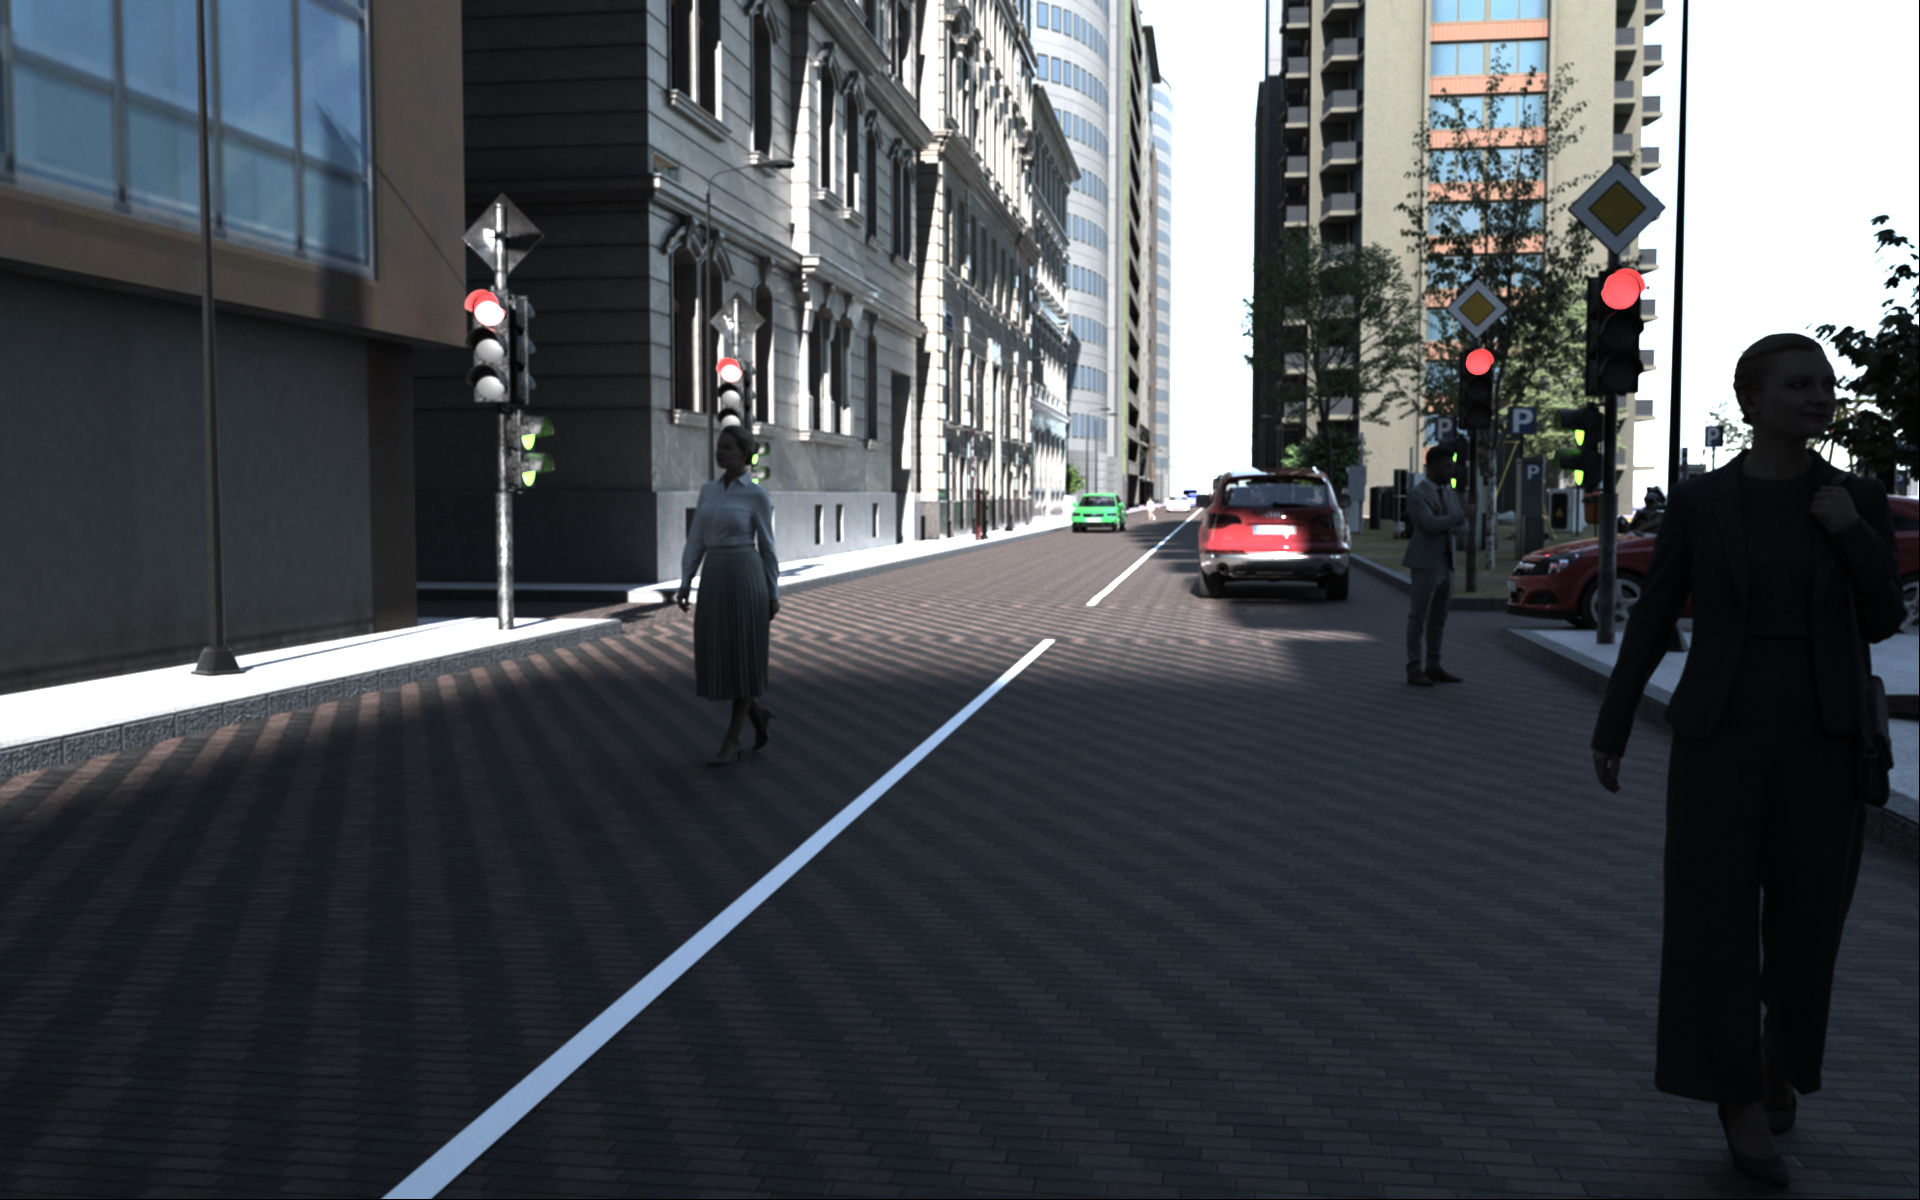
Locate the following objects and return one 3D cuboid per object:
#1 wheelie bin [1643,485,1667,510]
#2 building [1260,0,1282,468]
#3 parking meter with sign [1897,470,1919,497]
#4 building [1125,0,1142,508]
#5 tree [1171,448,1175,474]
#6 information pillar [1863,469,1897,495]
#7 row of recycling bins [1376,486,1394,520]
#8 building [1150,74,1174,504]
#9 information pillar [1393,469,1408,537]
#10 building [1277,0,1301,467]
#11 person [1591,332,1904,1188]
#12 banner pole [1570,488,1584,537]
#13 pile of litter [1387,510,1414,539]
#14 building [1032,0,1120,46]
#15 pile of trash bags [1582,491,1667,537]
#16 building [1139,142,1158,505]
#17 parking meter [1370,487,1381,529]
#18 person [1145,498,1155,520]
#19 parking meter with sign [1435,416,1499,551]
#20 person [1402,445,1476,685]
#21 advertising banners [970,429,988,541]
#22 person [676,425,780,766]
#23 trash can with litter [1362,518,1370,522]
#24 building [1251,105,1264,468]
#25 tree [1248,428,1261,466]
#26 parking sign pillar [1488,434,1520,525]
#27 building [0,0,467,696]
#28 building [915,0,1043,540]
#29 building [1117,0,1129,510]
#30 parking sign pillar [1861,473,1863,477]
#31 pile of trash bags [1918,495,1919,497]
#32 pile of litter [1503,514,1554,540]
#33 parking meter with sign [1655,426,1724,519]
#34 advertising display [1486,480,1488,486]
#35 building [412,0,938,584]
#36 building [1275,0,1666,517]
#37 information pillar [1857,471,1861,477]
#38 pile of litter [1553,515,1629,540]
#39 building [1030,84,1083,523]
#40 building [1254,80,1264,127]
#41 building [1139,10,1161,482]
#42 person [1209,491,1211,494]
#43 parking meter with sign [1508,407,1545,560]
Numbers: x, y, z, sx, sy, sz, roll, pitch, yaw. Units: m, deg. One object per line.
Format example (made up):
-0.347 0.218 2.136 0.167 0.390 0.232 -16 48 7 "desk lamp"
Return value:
29.373 -3.996 73.235 0.980 1.594 0.693 2 4 32 "wheelie bin"
37.878 -37.524 155.520 21.231 58.520 28.212 1 4 8 "building"
29.548 -3.537 54.096 1.738 3.016 0.543 2 4 25 "parking meter with sign"
4.836 -32.386 153.218 21.300 48.544 21.600 1 4 8 "building"
30.214 -18.754 256.981 4.360 8.622 3.978 0 3 0 "tree"
11.789 -1.085 22.227 0.304 2.012 0.304 0 4 4 "information pillar"
21.870 -4.941 87.900 1.069 1.692 3.534 -1 4 -14 "row of recycling bins"
18.174 -42.540 237.529 21.231 58.520 28.212 1 4 8 "building"
13.093 -2.874 51.478 0.304 2.012 0.304 -1 4 -18 "information pillar"
31.876 -27.575 134.454 14.154 41.232 14.086 1 4 8 "building"
1.720 0.315 3.770 0.576 1.772 0.534 0 4 -3 "person"
18.568 -3.789 51.969 0.401 3.779 0.863 1 4 17 "banner pole"
13.024 -2.175 49.527 1.176 0.858 1.719 -2 4 -26 "pile of litter"
-0.903 -34.928 113.074 21.231 58.520 28.212 1 4 8 "building"
19.038 -2.342 48.042 3.447 1.369 1.912 0 4 7 "pile of trash bags"
17.410 -34.648 216.602 14.600 45.320 14.200 1 4 8 "building"
15.168 -3.356 63.289 0.372 1.533 0.369 0 3 0 "parking meter"
10.481 -5.013 95.484 0.505 1.210 0.382 -1 4 -9 "person"
11.603 -2.647 39.540 1.738 3.016 0.543 -3 4 -36 "parking meter with sign"
3.617 -0.266 13.036 0.466 1.800 0.511 3 5 40 "person"
0.510 -3.144 47.594 0.090 3.025 2.074 1 4 14 "advertising banners"
-1.197 -0.039 9.362 0.478 1.798 0.641 2 4 33 "person"
18.594 -4.198 79.701 1.678 1.210 2.233 2 4 30 "trash can with litter"
40.053 -33.315 194.809 14.600 45.320 14.200 1 4 8 "building"
31.882 -14.027 179.702 4.360 8.622 3.978 0 3 0 "tree"
22.696 -5.127 72.303 1.447 3.967 1.447 -2 4 -24 "parking sign pillar"
-12.834 -22.004 9.869 14.200 45.320 14.600 1 4 8 "building"
-4.353 -16.061 59.856 12.463 27.353 25.104 1 4 8 "building"
5.618 -27.601 134.872 14.154 41.232 14.086 1 4 8 "building"
33.267 -4.549 62.847 1.447 3.967 1.447 -2 4 -33 "parking sign pillar"
20.873 -1.724 37.940 1.912 1.369 3.447 3 5 40 "pile of trash bags"
16.207 -2.155 49.204 1.176 0.858 1.719 -1 4 -10 "pile of litter"
18.499 -2.920 44.003 1.738 3.016 0.543 -1 4 -22 "parking meter with sign"
23.836 -4.409 77.305 0.974 1.923 0.123 -2 4 -33 "advertising display"
-8.837 -15.195 35.820 14.401 28.519 23.554 1 4 8 "building"
31.974 -27.966 111.868 22.147 44.769 28.867 1 4 8 "building"
46.228 -5.966 88.896 0.504 3.616 0.183 1 4 18 "information pillar"
13.170 -1.310 35.382 1.719 0.858 1.176 -3 5 -42 "pile of litter"
-0.778 -15.086 82.809 11.583 22.565 21.152 1 4 8 "building"
51.028 -38.235 214.385 28.713 52.752 27.495 1 4 8 "building"
7.835 -37.136 196.405 28.713 52.752 27.495 1 4 8 "building"
27.917 -11.323 193.708 0.705 1.814 1.350 2 4 33 "person"
11.142 -2.304 33.939 0.543 3.016 1.738 0 4 8 "parking meter with sign"
